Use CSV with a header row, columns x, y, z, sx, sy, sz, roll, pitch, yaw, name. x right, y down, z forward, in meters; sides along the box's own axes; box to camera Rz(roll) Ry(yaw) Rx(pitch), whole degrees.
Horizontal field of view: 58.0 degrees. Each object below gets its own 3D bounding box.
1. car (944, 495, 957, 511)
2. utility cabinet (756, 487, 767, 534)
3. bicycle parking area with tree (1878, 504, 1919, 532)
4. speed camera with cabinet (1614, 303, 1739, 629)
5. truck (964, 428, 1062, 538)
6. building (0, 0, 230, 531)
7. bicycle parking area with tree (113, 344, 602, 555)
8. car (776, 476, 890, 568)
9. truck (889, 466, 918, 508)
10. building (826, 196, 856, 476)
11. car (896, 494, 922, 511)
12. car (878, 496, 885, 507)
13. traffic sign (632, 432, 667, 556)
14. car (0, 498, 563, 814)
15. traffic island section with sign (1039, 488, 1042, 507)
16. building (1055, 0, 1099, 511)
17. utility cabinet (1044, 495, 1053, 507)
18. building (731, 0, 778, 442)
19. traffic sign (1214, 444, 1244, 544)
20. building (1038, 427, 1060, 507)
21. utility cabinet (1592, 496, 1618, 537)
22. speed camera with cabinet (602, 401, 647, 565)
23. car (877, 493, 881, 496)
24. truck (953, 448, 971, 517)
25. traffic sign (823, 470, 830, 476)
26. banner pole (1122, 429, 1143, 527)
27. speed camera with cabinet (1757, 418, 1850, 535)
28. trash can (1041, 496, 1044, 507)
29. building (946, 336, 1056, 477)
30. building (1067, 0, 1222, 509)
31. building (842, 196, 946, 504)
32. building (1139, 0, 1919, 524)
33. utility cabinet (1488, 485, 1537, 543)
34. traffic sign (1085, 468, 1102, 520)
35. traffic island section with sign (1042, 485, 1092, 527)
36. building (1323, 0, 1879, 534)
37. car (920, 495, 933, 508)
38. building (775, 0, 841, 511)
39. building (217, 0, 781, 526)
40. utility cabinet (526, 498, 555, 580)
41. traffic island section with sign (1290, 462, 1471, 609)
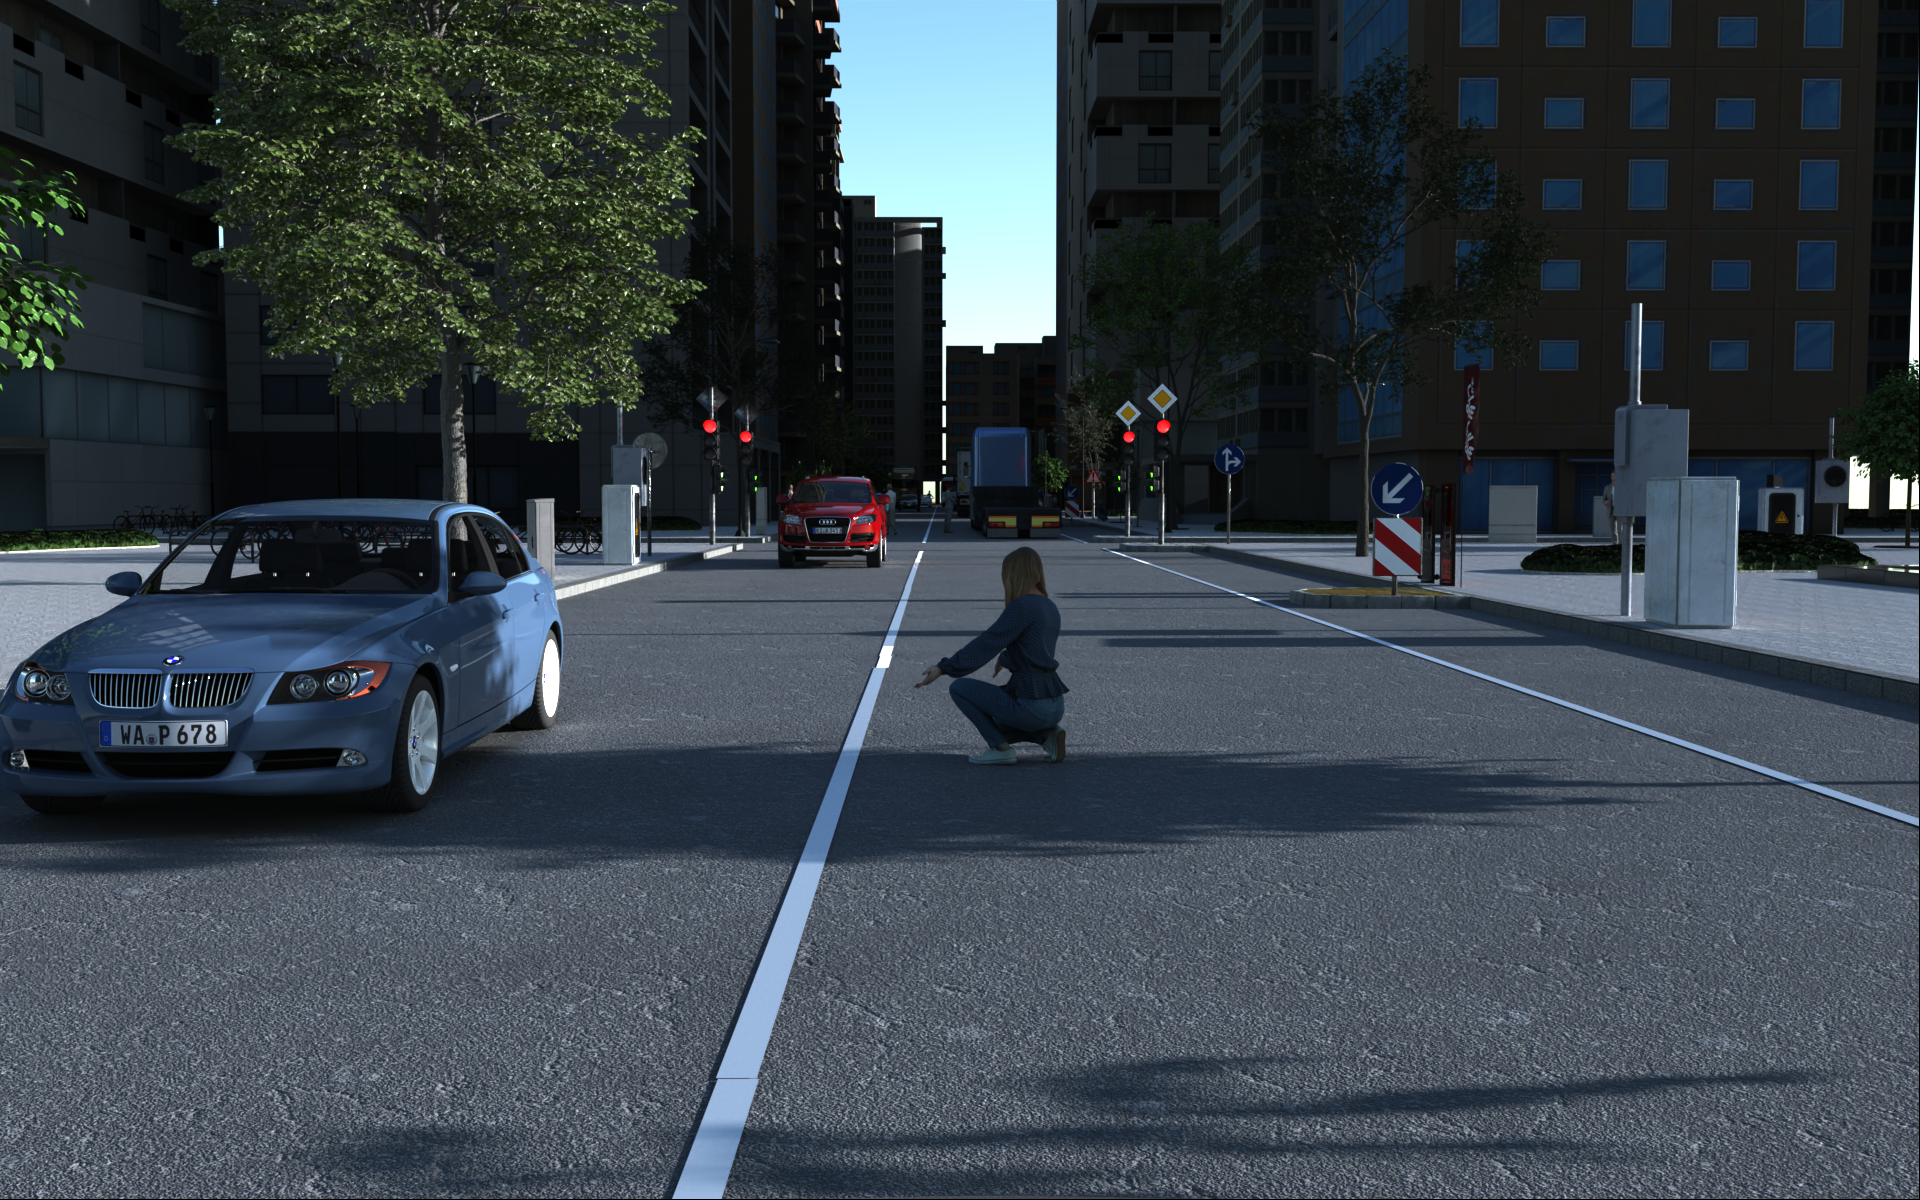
x,y,z,sx,sy,sz,roll,pitch,yaw,name
-0.148,-6.906,125.486,1.945,1.354,3.894,0,4,-1,car
-6.297,-2.824,54.856,0.318,1.500,1.173,0,4,-3,utility cabinet
35.823,-4.243,56.383,9.016,4.147,8.231,0,4,-2,bicycle parking area with tree
7.162,-1.409,17.366,0.660,3.252,2.038,0,4,4,speed camera with cabinet
1.821,-4.562,64.348,2.967,4.110,18.799,0,4,-1,truck
-44.104,-29.221,66.998,27.495,52.752,28.713,0,4,-1,building
-11.043,-2.952,35.261,9.016,4.147,8.231,2,4,26,bicycle parking area with tree
-2.557,-1.638,35.450,2.281,1.827,5.304,0,4,-1,car
-5.573,-11.215,172.279,2.839,4.237,11.283,0,4,-1,truck
-17.187,-23.909,162.610,14.160,30.474,14.107,0,4,-1,building
-4.249,-8.115,144.485,2.131,1.459,4.920,0,4,-2,car
-4.475,-4.846,91.807,1.945,1.354,3.894,0,4,-2,car
-6.409,-2.176,35.684,0.768,2.556,0.104,0,4,5,traffic sign
-3.325,0.165,9.304,2.014,1.417,4.499,0,4,-1,car
4.492,-5.831,103.965,1.989,1.847,2.006,0,4,-1,traffic island section with sign
15.068,-29.884,138.707,14.600,45.320,14.200,0,4,-1,building
5.968,-6.496,117.374,0.306,1.237,1.020,-1,4,-17,utility cabinet
-19.086,-28.040,108.559,14.600,45.320,14.200,0,4,-1,building
6.890,-2.708,44.378,0.768,2.556,0.104,0,4,1,traffic sign
19.365,-51.828,160.056,22.319,86.520,31.000,0,4,-1,building
19.388,-2.470,51.553,1.020,1.237,0.306,1,4,17,utility cabinet
-6.194,-2.307,32.054,0.660,3.252,2.038,0,4,-3,speed camera with cabinet
-5.073,-5.525,99.927,1.945,1.707,3.694,0,3,0,car
1.028,-7.403,109.945,2.839,4.237,11.283,0,4,-1,truck
-7.107,-5.660,92.536,0.884,2.594,0.081,0,4,0,traffic sign
6.656,-4.714,67.083,0.863,3.779,0.401,0,4,3,banner pole
21.839,-3.089,44.844,2.038,3.252,0.660,1,4,11,speed camera with cabinet
6.200,-6.996,126.040,0.748,1.137,0.748,0,3,0,trash can
12.620,-23.344,226.714,28.899,21.520,27.650,0,4,-1,building
21.328,-32.020,112.773,28.713,52.752,27.495,0,4,-1,building
-13.850,-32.802,228.194,23.993,40.220,32.217,0,4,-1,building
25.157,-23.708,79.515,32.217,40.220,23.993,0,4,-1,building
14.281,-2.206,44.740,1.173,1.500,0.318,1,4,19,utility cabinet
6.586,-5.237,85.626,0.884,2.594,0.081,0,4,4,traffic sign
4.793,-4.161,76.663,1.989,1.847,2.006,0,4,-1,traffic island section with sign
21.469,-25.096,60.433,14.200,45.320,14.600,0,4,-1,building
-3.944,-10.624,186.068,2.083,1.381,4.827,0,3,0,car
-21.067,-29.728,140.683,22.147,44.769,28.867,0,4,-1,building
-18.795,-39.049,76.700,20.563,71.187,20.611,0,4,-1,building
-6.375,-0.925,26.291,0.306,1.237,1.020,-1,4,-21,utility cabinet
5.379,-0.852,22.553,1.989,1.847,2.006,0,4,-1,traffic island section with sign
